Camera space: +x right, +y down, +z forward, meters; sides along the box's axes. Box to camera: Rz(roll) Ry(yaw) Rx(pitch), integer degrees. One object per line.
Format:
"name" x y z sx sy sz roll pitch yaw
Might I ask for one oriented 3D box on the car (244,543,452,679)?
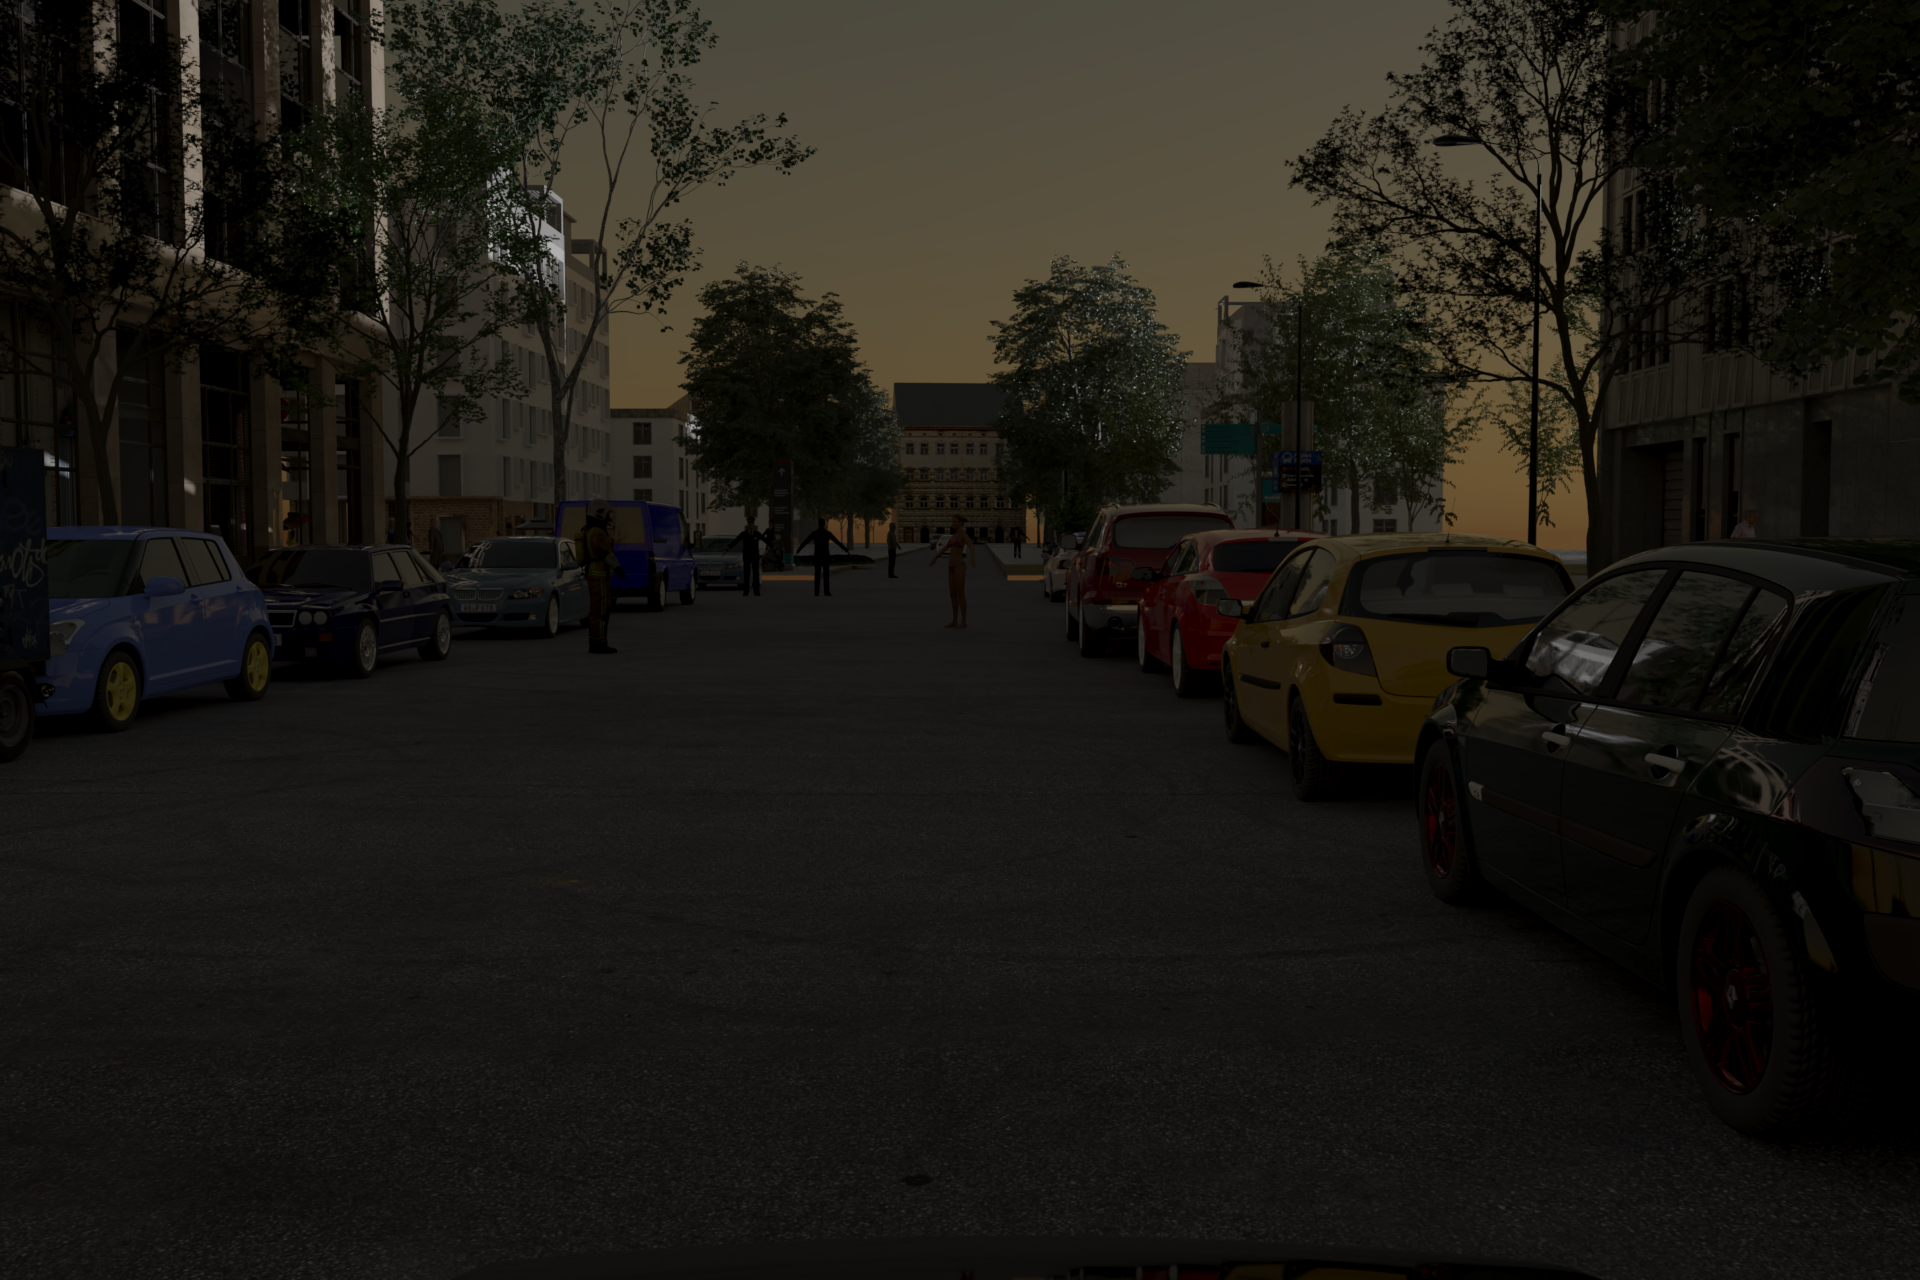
"car" -6.714 -0.354 18.376 1.945 1.354 3.894 0 4 0

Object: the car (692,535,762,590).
"car" -6.280 -2.064 45.751 2.014 1.417 4.499 0 4 1

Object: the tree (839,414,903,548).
"tree" -8.805 -14.817 160.380 7.486 12.596 7.792 0 3 0

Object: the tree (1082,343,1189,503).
"tree" 6.914 -7.066 65.884 4.737 8.622 4.395 0 3 0

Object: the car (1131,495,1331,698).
"car" 2.767 -0.465 16.639 2.155 1.783 4.494 0 4 0

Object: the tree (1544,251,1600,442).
"tree" 24.022 -8.179 59.476 9.928 11.665 9.643 0 3 0

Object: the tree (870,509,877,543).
"tree" -12.331 -18.406 251.296 4.360 8.622 3.978 0 3 0

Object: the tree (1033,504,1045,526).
"tree" 14.356 -20.411 251.841 7.486 12.596 7.792 0 3 0

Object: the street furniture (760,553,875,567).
"street furniture" -8.153 -3.278 69.229 10.072 0.657 5.734 -1 4 -13

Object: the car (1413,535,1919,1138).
"car" 2.694 0.262 5.500 2.009 1.686 4.222 0 4 1

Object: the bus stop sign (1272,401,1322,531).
"bus stop sign" 6.707 -2.784 34.539 0.837 3.901 0.837 0 4 1

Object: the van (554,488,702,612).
"van" -6.378 -1.784 33.560 2.240 2.365 5.245 0 4 0

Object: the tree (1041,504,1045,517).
"tree" 13.324 -17.987 244.443 4.737 8.622 4.395 0 3 0

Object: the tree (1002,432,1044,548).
"tree" 6.943 -14.007 154.772 9.928 11.665 9.643 0 3 0

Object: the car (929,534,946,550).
"car" -1.771 -8.934 155.851 2.009 1.686 4.222 0 4 1

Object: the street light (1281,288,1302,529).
"street light" 6.793 -3.634 31.964 1.470 5.913 1.316 0 4 0

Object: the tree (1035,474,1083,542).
"tree" 6.669 -10.403 120.444 4.737 8.622 4.395 0 3 0

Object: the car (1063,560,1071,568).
"car" 2.713 -0.920 27.396 2.083 1.381 4.827 0 4 -1

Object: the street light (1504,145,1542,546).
"street light" 7.286 -2.921 20.305 1.470 5.913 1.316 0 4 0

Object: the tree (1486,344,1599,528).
"tree" 22.677 -7.158 67.399 4.737 8.622 4.395 0 3 0

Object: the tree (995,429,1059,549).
"tree" 6.844 -12.702 142.095 8.767 10.594 7.601 1 4 10

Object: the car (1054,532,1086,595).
"car" 3.289 -1.997 42.238 1.945 1.707 3.694 0 4 0

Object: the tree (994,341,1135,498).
"tree" 7.282 -12.174 109.408 12.009 13.543 11.850 0 3 0

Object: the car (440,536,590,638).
"car" -6.437 -0.814 25.316 2.014 1.417 4.499 0 4 0

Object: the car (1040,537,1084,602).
"car" 2.823 -1.559 37.846 2.083 1.381 4.827 0 4 0

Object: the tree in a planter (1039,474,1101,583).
"tree in a planter" 3.345 -3.295 51.097 1.991 3.239 1.994 0 4 1

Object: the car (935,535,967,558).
"car" -0.524 -5.771 106.713 2.083 1.381 4.827 0 4 0

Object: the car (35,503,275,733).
"car" -6.877 -0.246 13.617 1.945 1.707 3.694 0 4 1

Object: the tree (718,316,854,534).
"tree" -9.341 -10.561 90.799 7.486 12.596 7.792 0 3 0

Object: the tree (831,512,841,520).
"tree" -19.984 -19.135 247.268 7.601 10.594 8.767 0 4 -8

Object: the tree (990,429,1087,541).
"tree" 6.782 -12.135 132.815 8.767 10.594 7.601 -2 4 -35

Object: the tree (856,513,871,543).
"tree" -13.090 -18.047 245.424 4.737 8.622 4.395 0 3 0

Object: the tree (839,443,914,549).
"tree" -8.118 -13.257 151.156 8.767 10.594 7.601 0 4 2

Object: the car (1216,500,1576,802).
"car" 2.665 -0.029 10.695 2.015 1.641 3.980 0 4 1

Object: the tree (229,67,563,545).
"tree" -12.597 -6.931 39.080 9.928 11.665 9.643 0 3 0

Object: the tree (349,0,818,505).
"tree" -11.179 -12.002 52.130 12.611 20.169 13.585 0 3 0

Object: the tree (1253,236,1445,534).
"tree" 14.841 -9.079 66.570 7.486 12.596 7.792 0 3 0

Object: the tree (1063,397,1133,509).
"tree" 6.399 -8.419 88.013 4.360 8.622 3.978 0 3 0

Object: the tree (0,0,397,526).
"tree" -12.357 -5.536 24.922 8.767 10.594 7.601 -3 5 -44

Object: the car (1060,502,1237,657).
"car" 2.417 -0.793 21.644 2.281 1.827 5.304 0 4 1

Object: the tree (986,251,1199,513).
"tree" 5.817 -10.438 77.320 9.857 13.997 8.962 0 3 0

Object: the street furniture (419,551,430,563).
"street furniture" -22.558 -3.256 68.870 5.734 0.657 10.072 0 4 -7

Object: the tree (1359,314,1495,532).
"tree" 15.169 -6.552 57.480 4.737 8.622 4.395 0 3 0

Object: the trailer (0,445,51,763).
"trailer" -6.664 -0.167 9.780 1.471 1.999 3.904 0 4 1
